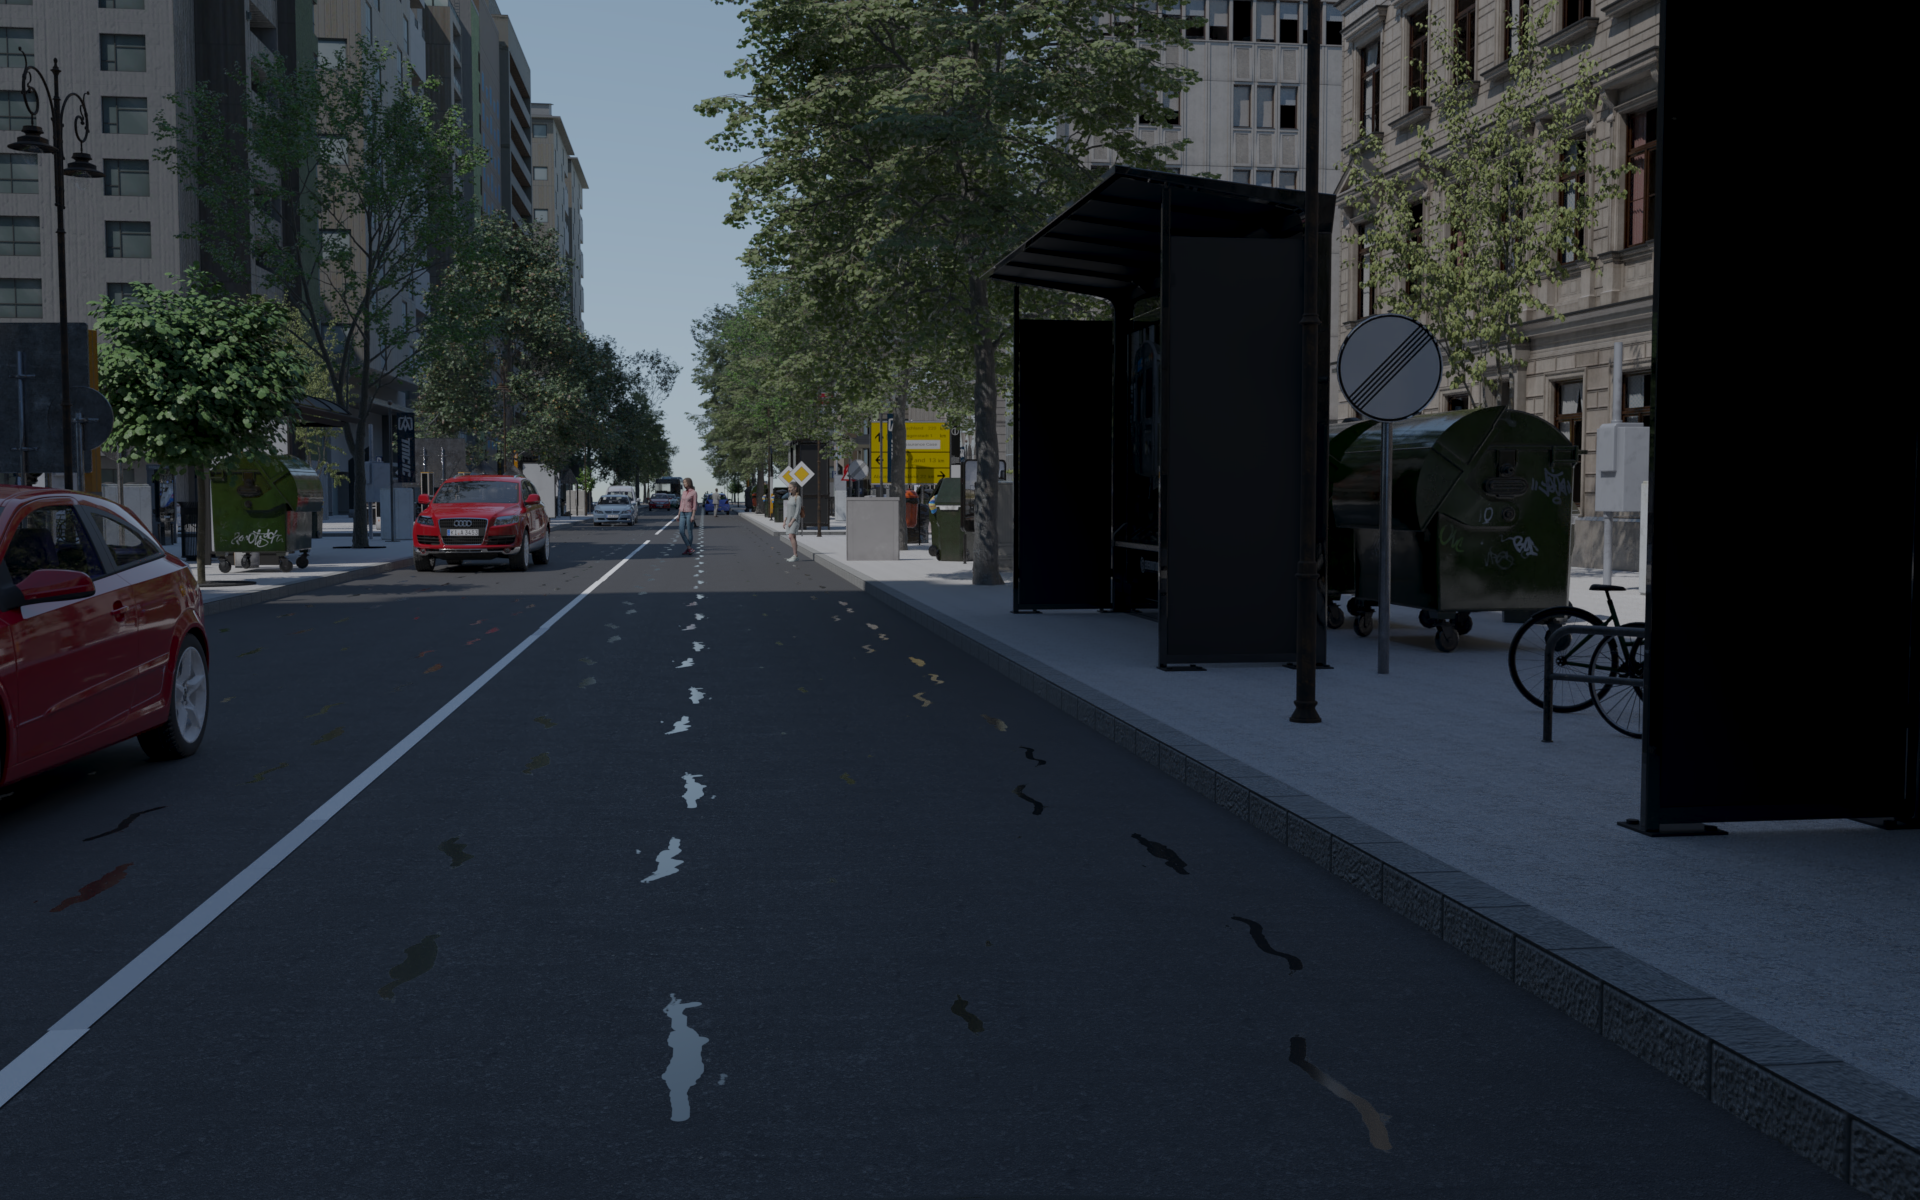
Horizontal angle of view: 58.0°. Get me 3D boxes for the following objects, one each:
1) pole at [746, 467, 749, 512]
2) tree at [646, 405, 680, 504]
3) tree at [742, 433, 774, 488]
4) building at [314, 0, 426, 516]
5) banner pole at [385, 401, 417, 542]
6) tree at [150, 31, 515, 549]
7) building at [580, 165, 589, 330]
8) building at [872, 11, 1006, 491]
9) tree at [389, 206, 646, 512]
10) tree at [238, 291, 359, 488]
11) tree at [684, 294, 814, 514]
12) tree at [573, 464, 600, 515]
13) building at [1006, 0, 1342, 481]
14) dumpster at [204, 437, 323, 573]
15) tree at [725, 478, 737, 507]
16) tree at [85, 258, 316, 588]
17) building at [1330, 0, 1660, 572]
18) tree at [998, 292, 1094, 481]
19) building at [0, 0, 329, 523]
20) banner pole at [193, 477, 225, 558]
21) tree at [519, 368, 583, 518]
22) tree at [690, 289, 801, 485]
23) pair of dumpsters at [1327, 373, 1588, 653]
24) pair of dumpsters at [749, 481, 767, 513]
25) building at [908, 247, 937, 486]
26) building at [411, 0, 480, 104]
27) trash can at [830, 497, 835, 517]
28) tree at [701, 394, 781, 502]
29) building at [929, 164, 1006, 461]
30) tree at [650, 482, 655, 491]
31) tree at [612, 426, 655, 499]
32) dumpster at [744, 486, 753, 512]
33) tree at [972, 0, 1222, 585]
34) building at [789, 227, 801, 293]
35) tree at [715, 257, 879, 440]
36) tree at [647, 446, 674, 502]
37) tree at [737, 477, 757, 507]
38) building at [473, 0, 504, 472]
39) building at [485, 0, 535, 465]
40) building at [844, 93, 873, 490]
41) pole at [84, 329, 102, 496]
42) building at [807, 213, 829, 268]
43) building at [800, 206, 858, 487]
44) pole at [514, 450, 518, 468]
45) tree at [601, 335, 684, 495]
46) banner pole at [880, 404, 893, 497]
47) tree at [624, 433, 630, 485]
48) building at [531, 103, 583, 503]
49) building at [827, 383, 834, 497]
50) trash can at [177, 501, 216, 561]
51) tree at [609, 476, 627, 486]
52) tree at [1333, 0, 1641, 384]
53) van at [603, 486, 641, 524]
[{"bbox_3d":[-15.303,-8.012,124.844,0.158,3.312,0.155,0,3,0],"label":"pole"},{"bbox_3d":[-26.148,-12.517,121.657,9.611,12.733,9.660,0,3,0],"label":"tree"},{"bbox_3d":[-16.329,-11.647,140.796,4.737,8.622,4.395,0,3,0],"label":"tree"},{"bbox_3d":[-49.473,-31.866,110.247,28.713,52.752,27.495,-1,4,-8],"label":"building"},{"bbox_3d":[-15.036,-3.457,46.532,0.863,3.779,0.401,-2,4,-24],"label":"banner pole"},{"bbox_3d":[-14.230,-7.010,40.371,9.928,11.665,9.643,0,3,0],"label":"tree"},{"bbox_3d":[-71.429,-41.210,263.026,28.713,52.752,27.495,-1,4,-8],"label":"building"},{"bbox_3d":[-0.833,-28.591,151.054,14.154,41.232,14.086,-1,4,-8],"label":"building"},{"bbox_3d":[-18.004,-9.310,69.219,9.611,12.733,9.660,0,3,0],"label":"tree"},{"bbox_3d":[-24.907,-6.817,61.823,4.737,8.622,4.395,0,3,0],"label":"tree"},{"bbox_3d":[-12.679,-12.478,110.670,9.857,13.997,8.962,0,3,0],"label":"tree"},{"bbox_3d":[-23.317,-6.908,107.547,1.663,3.219,1.824,0,3,0],"label":"tree"},{"bbox_3d":[12.936,-15.981,79.309,19.932,24.808,12.078,-1,4,-8],"label":"building"},{"bbox_3d":[-11.599,-1.613,28.873,1.502,2.255,1.985,-1,4,-8],"label":"dumpster"},{"bbox_3d":[-23.021,-11.236,178.317,1.663,3.219,1.824,0,3,0],"label":"tree"},{"bbox_3d":[-10.680,-2.477,24.205,4.285,4.588,4.351,0,3,0],"label":"tree"},{"bbox_3d":[15.015,-10.329,33.511,10.561,19.102,19.286,-1,4,-8],"label":"building"},{"bbox_3d":[2.812,-6.173,51.299,4.737,8.622,4.395,0,3,0],"label":"tree"},{"bbox_3d":[-37.393,-18.706,77.544,14.160,30.474,14.107,-1,4,-8],"label":"building"},{"bbox_3d":[-14.914,-2.718,34.458,0.401,3.779,0.863,2,4,25],"label":"banner pole"},{"bbox_3d":[-21.916,-8.801,94.256,4.737,8.622,4.395,0,3,0],"label":"tree"},{"bbox_3d":[-17.130,-18.225,153.875,12.611,20.169,13.585,0,3,0],"label":"tree"},{"bbox_3d":[4.053,-0.826,15.991,1.574,2.255,4.437,-1,4,-8],"label":"pair of dumpsters"},{"bbox_3d":[-13.678,-7.136,119.162,1.574,2.255,4.437,-1,4,-9],"label":"pair of dumpsters"},{"bbox_3d":[2.401,-17.786,126.960,11.583,22.565,21.152,-1,4,-8],"label":"building"},{"bbox_3d":[-45.832,-27.738,137.105,14.154,41.232,14.086,-1,4,-8],"label":"building"},{"bbox_3d":[-7.548,-5.514,101.804,0.748,1.137,0.748,0,3,0],"label":"trash can"},{"bbox_3d":[-15.255,-11.883,128.697,8.767,10.594,7.601,0,4,-2],"label":"tree"},{"bbox_3d":[5.979,-16.069,104.526,13.314,21.916,24.055,-1,4,-8],"label":"building"},{"bbox_3d":[-49.931,-20.473,285.101,4.360,8.622,3.978,0,3,0],"label":"tree"},{"bbox_3d":[-29.742,-12.389,152.917,4.737,8.622,4.395,0,3,0],"label":"tree"},{"bbox_3d":[-14.699,-7.167,122.931,1.264,1.857,1.865,-1,4,-8],"label":"dumpster"},{"bbox_3d":[-0.035,-6.484,24.139,7.486,12.596,7.792,0,3,0],"label":"tree"},{"bbox_3d":[-16.733,-40.418,284.530,21.300,48.544,21.600,-1,4,-8],"label":"building"},{"bbox_3d":[-6.967,-9.175,75.759,9.928,11.665,9.643,0,3,0],"label":"tree"},{"bbox_3d":[-42.801,-18.598,238.483,7.601,10.594,8.767,0,4,3],"label":"tree"},{"bbox_3d":[-19.875,-10.438,165.267,1.663,3.219,1.824,0,3,0],"label":"tree"},{"bbox_3d":[-47.840,-30.645,151.160,14.600,45.320,14.200,-1,4,-8],"label":"building"},{"bbox_3d":[-53.372,-33.309,168.306,21.300,48.544,21.600,-1,4,-8],"label":"building"},{"bbox_3d":[-0.103,-31.703,172.965,22.147,44.769,28.867,-1,4,-8],"label":"building"},{"bbox_3d":[-10.829,-1.697,21.595,0.158,3.312,0.155,0,3,0],"label":"pole"},{"bbox_3d":[-15.314,-34.759,251.905,14.154,41.232,14.086,-1,4,-8],"label":"building"},{"bbox_3d":[-17.070,-37.656,265.791,14.600,45.320,14.200,-1,4,-8],"label":"building"},{"bbox_3d":[-20.632,-5.304,80.566,0.158,3.312,0.155,0,3,0],"label":"pole"},{"bbox_3d":[-39.695,-21.445,206.514,12.611,20.169,13.585,0,3,0],"label":"tree"},{"bbox_3d":[-1.921,-3.507,47.358,0.863,3.779,0.401,0,4,4],"label":"banner pole"},{"bbox_3d":[-35.905,-16.810,192.969,7.486,12.596,7.792,0,3,0],"label":"tree"},{"bbox_3d":[-67.648,-39.548,235.843,28.713,52.752,27.495,-1,4,-8],"label":"building"},{"bbox_3d":[-12.923,-28.542,238.363,14.160,30.474,14.107,-1,4,-8],"label":"building"},{"bbox_3d":[-14.664,-1.326,33.334,0.748,1.137,0.748,0,3,0],"label":"trash can"},{"bbox_3d":[-31.018,-9.935,157.044,1.663,3.219,1.824,0,3,0],"label":"tree"},{"bbox_3d":[7.743,-4.603,25.617,4.737,8.622,4.395,0,3,0],"label":"tree"},{"bbox_3d":[-16.744,-4.792,85.363,2.013,2.044,4.112,-1,4,-10],"label":"van"}]
